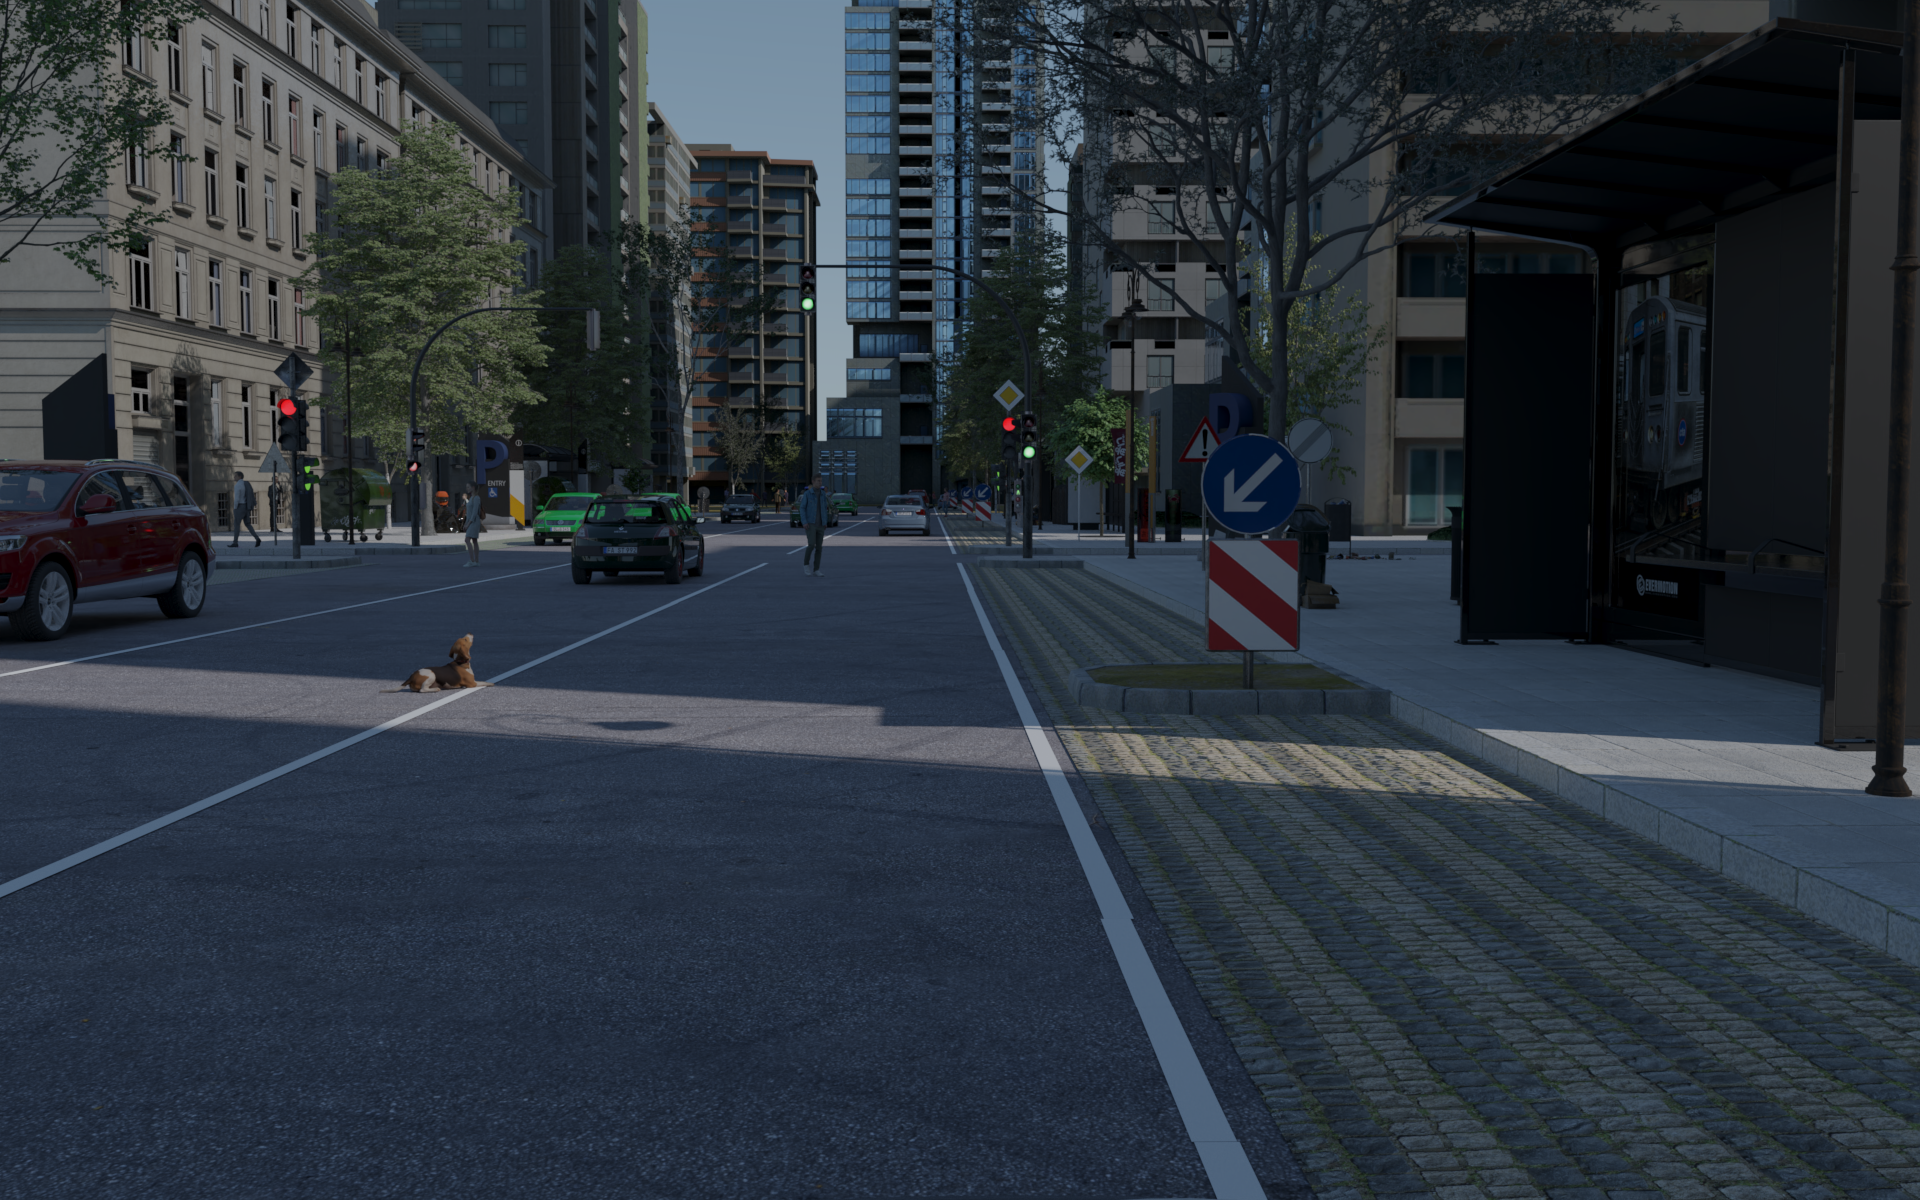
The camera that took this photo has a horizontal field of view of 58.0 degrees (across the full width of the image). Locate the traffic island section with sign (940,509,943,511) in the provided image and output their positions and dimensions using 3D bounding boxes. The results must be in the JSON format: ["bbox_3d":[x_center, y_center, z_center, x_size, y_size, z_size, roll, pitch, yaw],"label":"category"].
[{"bbox_3d":[-0.665,-8.331,144.839,1.989,1.847,2.006,0,4,-1],"label":"traffic island section with sign"}]

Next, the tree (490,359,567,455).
[{"bbox_3d":[-22.314,-8.485,89.097,4.360,8.622,3.978,0,3,0],"label":"tree"}]

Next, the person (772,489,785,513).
[{"bbox_3d":[-13.511,-7.339,128.581,1.348,1.812,0.705,3,4,38],"label":"person"}]

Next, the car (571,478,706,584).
[{"bbox_3d":[-5.322,-1.170,28.924,2.009,1.686,4.222,0,4,-1],"label":"car"}]

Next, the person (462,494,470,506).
[{"bbox_3d":[-17.525,-3.120,61.337,0.394,1.301,0.425,-3,4,-39],"label":"person"}]

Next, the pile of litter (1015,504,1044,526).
[{"bbox_3d":[2.840,-3.498,71.162,1.176,0.858,1.719,0,4,-1],"label":"pile of litter"}]

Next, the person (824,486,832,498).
[{"bbox_3d":[-6.236,-4.421,80.877,0.616,1.811,0.778,2,4,33],"label":"person"}]

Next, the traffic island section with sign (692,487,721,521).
[{"bbox_3d":[-13.952,-5.239,94.278,1.989,1.847,2.006,0,4,-1],"label":"traffic island section with sign"}]

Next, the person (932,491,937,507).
[{"bbox_3d":[-2.733,-10.848,186.581,0.721,1.743,1.217,1,4,15],"label":"person"}]

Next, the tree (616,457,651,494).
[{"bbox_3d":[-16.575,-5.752,88.639,1.663,3.219,1.824,0,3,0],"label":"tree"}]

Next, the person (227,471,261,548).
[{"bbox_3d":[-17.187,-2.167,41.574,0.850,1.850,0.679,1,4,8],"label":"person"}]

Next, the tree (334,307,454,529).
[{"bbox_3d":[-20.790,-6.919,63.485,4.737,8.622,4.395,0,3,0],"label":"tree"}]

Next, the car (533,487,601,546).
[{"bbox_3d":[-11.017,-2.496,49.604,1.959,1.807,4.718,0,4,-2],"label":"car"}]

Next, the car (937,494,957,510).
[{"bbox_3d":[-1.182,-9.011,159.324,2.014,1.417,4.499,0,4,-1],"label":"car"}]

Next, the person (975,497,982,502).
[{"bbox_3d":[2.060,-9.529,161.849,1.348,1.822,0.705,-1,4,-15],"label":"person"}]

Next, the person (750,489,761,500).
[{"bbox_3d":[-15.003,-7.148,125.314,1.348,1.831,0.705,1,4,10],"label":"person"}]

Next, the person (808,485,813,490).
[{"bbox_3d":[-5.685,-3.655,68.474,0.699,1.804,1.509,1,4,22],"label":"person"}]

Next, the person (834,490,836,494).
[{"bbox_3d":[-13.141,-10.582,181.532,0.705,1.823,1.348,1,4,14],"label":"person"}]

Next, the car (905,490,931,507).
[{"bbox_3d":[-3.700,-8.686,150.681,2.281,1.827,5.304,0,4,-1],"label":"car"}]

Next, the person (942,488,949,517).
[{"bbox_3d":[-0.899,-5.998,106.580,0.555,1.821,0.388,3,5,41],"label":"person"}]

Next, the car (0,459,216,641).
[{"bbox_3d":[-9.861,-0.603,18.530,2.281,1.827,5.304,0,4,-1],"label":"car"}]

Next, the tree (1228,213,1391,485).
[{"bbox_3d":[8.828,-5.806,45.296,4.737,8.622,4.395,0,3,0],"label":"tree"}]

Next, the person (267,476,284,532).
[{"bbox_3d":[-23.207,-3.264,58.771,0.474,1.900,0.648,-1,4,-14],"label":"person"}]

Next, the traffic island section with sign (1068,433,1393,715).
[{"bbox_3d":[1.787,-0.212,12.101,1.989,1.847,2.006,0,4,-1],"label":"traffic island section with sign"}]

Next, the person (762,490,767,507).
[{"bbox_3d":[-19.166,-9.980,170.139,0.541,1.710,0.530,2,4,31],"label":"person"}]

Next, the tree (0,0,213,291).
[{"bbox_3d":[-16.197,-6.201,27.137,9.928,11.665,9.643,0,3,0],"label":"tree"}]

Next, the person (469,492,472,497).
[{"bbox_3d":[-22.809,-4.609,81.375,0.573,1.828,0.580,3,4,36],"label":"person"}]

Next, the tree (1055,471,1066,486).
[{"bbox_3d":[6.977,-7.322,114.321,1.663,3.219,1.824,0,3,0],"label":"tree"}]

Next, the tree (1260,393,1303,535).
[{"bbox_3d":[9.655,-4.389,55.472,4.285,4.588,4.351,0,3,0],"label":"tree"}]

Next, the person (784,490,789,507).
[{"bbox_3d":[-17.948,-10.483,178.358,0.530,1.710,0.541,-3,5,-42],"label":"person"}]

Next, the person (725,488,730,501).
[{"bbox_3d":[-20.575,-9.046,153.815,0.599,1.838,0.709,2,4,25],"label":"person"}]

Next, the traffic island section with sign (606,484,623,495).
[{"bbox_3d":[-13.458,-3.590,67.327,1.989,1.847,2.006,0,4,-1],"label":"traffic island section with sign"}]

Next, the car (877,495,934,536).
[{"bbox_3d":[-1.903,-2.937,60.029,2.014,1.417,4.499,0,4,0],"label":"car"}]

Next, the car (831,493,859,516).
[{"bbox_3d":[-7.709,-6.450,114.255,1.959,1.807,4.718,0,4,0],"label":"car"}]

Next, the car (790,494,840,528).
[{"bbox_3d":[-6.314,-3.880,75.239,2.131,1.459,4.920,0,4,1],"label":"car"}]

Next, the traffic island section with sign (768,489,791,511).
[{"bbox_3d":[-14.876,-8.285,144.093,1.989,1.847,2.006,0,4,-1],"label":"traffic island section with sign"}]

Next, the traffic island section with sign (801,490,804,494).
[{"bbox_3d":[-15.372,-9.934,171.043,1.989,1.847,2.006,0,4,-1],"label":"traffic island section with sign"}]

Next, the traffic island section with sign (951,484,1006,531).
[{"bbox_3d":[0.763,-3.583,67.202,1.989,1.847,2.006,0,4,-1],"label":"traffic island section with sign"}]

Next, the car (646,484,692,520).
[{"bbox_3d":[-10.179,-3.036,58.438,1.959,1.807,4.718,0,4,0],"label":"car"}]

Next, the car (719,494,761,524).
[{"bbox_3d":[-10.797,-4.617,85.279,2.009,1.686,4.222,0,4,-2],"label":"car"}]

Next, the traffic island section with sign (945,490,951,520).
[{"bbox_3d":[0.272,-5.231,94.153,1.989,1.847,2.006,0,4,-1],"label":"traffic island section with sign"}]

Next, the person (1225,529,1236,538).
[{"bbox_3d":[5.011,-1.589,31.382,0.474,1.900,0.648,2,4,26],"label":"person"}]
